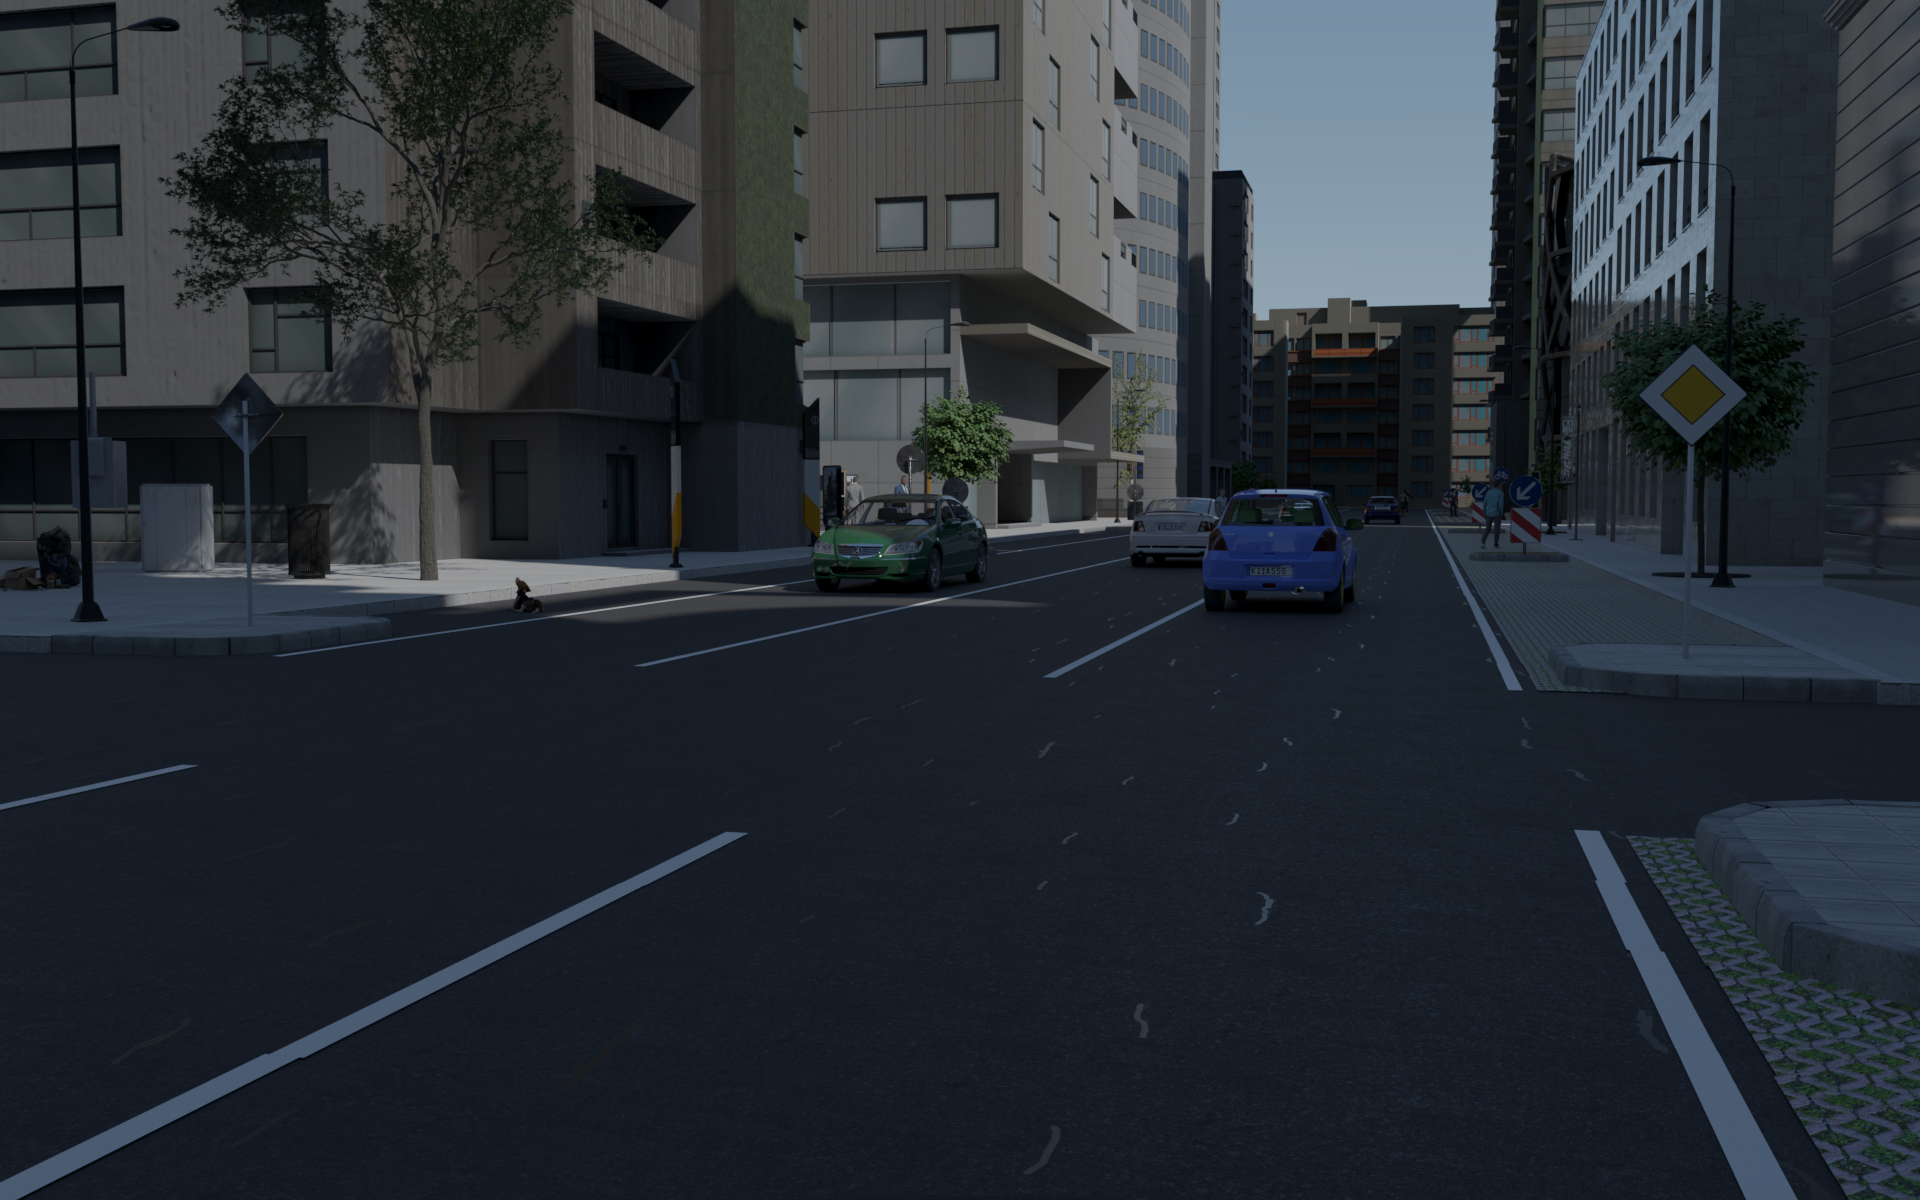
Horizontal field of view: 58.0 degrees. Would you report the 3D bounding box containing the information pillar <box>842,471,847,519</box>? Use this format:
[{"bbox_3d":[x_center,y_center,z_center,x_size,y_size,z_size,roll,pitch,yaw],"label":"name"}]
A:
[{"bbox_3d":[-3.740,-3.069,54.671,0.304,2.012,0.304,0,4,6],"label":"information pillar"}]

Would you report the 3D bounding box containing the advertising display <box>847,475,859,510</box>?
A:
[{"bbox_3d":[-3.678,-3.164,56.949,0.123,1.923,0.974,2,4,34],"label":"advertising display"}]

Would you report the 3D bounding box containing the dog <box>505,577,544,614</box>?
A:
[{"bbox_3d":[-5.338,-0.055,21.094,0.550,0.427,0.748,0,4,-1],"label":"dog"}]

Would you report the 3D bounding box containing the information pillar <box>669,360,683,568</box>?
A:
[{"bbox_3d":[-4.936,-2.369,30.083,0.183,3.616,0.504,-1,4,-19],"label":"information pillar"}]

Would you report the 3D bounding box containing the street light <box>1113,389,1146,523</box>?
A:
[{"bbox_3d":[7.522,-6.373,76.743,1.470,5.913,1.316,1,4,15],"label":"street light"}]

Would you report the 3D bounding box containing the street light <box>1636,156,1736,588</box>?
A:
[{"bbox_3d":[10.001,-3.139,23.864,1.470,5.913,1.316,1,4,15],"label":"street light"}]

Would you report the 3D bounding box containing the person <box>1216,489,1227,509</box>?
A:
[{"bbox_3d":[8.761,-2.911,57.908,0.589,1.601,0.330,-2,4,-24],"label":"person"}]

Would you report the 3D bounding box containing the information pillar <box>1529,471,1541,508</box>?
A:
[{"bbox_3d":[18.358,-3.111,55.354,0.304,2.012,0.304,1,4,12],"label":"information pillar"}]

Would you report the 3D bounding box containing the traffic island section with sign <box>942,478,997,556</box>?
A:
[{"bbox_3d":[-0.203,-1.971,40.856,1.989,1.847,2.006,1,4,15],"label":"traffic island section with sign"}]

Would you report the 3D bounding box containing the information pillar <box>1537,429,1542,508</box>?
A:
[{"bbox_3d":[20.680,-4.314,61.880,0.183,3.616,0.504,0,4,7],"label":"information pillar"}]

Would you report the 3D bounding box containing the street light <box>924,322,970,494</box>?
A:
[{"bbox_3d":[-0.412,-4.550,46.938,1.470,5.913,1.316,1,4,15],"label":"street light"}]

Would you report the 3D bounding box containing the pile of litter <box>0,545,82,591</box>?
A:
[{"bbox_3d":[-12.634,-0.591,23.628,1.176,0.858,1.719,0,4,0],"label":"pile of litter"}]

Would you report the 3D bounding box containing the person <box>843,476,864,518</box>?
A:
[{"bbox_3d":[-3.173,-2.798,51.906,0.709,1.813,0.853,0,4,5],"label":"person"}]

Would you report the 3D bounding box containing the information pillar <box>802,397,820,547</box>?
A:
[{"bbox_3d":[-3.587,-3.094,41.937,0.504,3.616,0.183,-3,5,-44],"label":"information pillar"}]

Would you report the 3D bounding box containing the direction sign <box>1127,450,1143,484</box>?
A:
[{"bbox_3d":[9.085,-5.990,89.939,0.876,3.537,0.379,2,4,23],"label":"direction sign"}]

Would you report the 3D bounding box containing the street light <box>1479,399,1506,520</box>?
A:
[{"bbox_3d":[26.168,-6.881,85.042,1.470,5.913,1.316,1,4,15],"label":"street light"}]

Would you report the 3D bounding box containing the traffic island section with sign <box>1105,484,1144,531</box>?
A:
[{"bbox_3d":[6.797,-3.590,67.322,1.989,1.847,2.006,1,4,15],"label":"traffic island section with sign"}]

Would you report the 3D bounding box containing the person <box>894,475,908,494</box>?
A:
[{"bbox_3d":[-1.603,-2.585,48.493,0.419,1.800,0.721,2,4,35],"label":"person"}]

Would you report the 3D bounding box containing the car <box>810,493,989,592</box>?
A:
[{"bbox_3d":[-0.850,-0.932,27.036,2.131,1.459,4.920,1,4,15],"label":"car"}]

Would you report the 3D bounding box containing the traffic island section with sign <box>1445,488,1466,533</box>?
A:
[{"bbox_3d":[18.900,-3.346,63.336,1.989,1.847,2.006,1,4,15],"label":"traffic island section with sign"}]

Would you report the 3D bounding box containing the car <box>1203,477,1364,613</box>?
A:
[{"bbox_3d":[4.189,-0.780,22.342,1.945,1.707,3.694,1,4,16],"label":"car"}]

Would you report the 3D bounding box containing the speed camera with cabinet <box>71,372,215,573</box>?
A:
[{"bbox_3d":[-13.422,-2.087,28.455,2.038,3.252,0.660,0,4,-5],"label":"speed camera with cabinet"}]

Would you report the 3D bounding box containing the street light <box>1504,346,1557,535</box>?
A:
[{"bbox_3d":[18.013,-5.002,54.326,1.470,5.913,1.316,1,4,15],"label":"street light"}]

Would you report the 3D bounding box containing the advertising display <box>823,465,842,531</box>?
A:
[{"bbox_3d":[-2.865,-2.055,38.809,0.123,1.923,0.974,-1,4,-23],"label":"advertising display"}]

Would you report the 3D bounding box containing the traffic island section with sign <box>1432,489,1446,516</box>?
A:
[{"bbox_3d":[31.725,-6.315,111.877,1.989,1.847,2.006,1,4,15],"label":"traffic island section with sign"}]

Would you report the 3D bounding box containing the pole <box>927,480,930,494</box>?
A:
[{"bbox_3d":[-1.029,-3.769,55.466,0.158,3.312,0.155,0,3,0],"label":"pole"}]

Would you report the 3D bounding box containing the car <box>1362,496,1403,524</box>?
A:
[{"bbox_3d":[20.423,-4.354,83.769,1.945,1.354,3.894,1,4,14],"label":"car"}]

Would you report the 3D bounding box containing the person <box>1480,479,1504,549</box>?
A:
[{"bbox_3d":[13.827,-2.232,45.014,0.620,1.820,0.660,-3,5,-39],"label":"person"}]

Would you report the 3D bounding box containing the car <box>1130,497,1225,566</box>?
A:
[{"bbox_3d":[4.662,-1.419,35.565,2.083,1.381,4.827,1,4,15],"label":"car"}]

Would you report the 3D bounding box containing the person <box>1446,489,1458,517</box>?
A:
[{"bbox_3d":[30.526,-6.003,107.449,0.742,1.727,0.445,-1,4,-13],"label":"person"}]

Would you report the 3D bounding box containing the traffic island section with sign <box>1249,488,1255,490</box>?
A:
[{"bbox_3d":[19.440,-6.514,115.133,1.989,1.847,2.006,1,4,15],"label":"traffic island section with sign"}]

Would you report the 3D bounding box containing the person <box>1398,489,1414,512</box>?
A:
[{"bbox_3d":[35.348,-7.877,137.313,1.348,1.821,0.705,-1,4,-9],"label":"person"}]

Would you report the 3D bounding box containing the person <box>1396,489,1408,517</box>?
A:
[{"bbox_3d":[27.983,-6.138,109.645,0.721,1.735,1.217,-2,4,-25],"label":"person"}]

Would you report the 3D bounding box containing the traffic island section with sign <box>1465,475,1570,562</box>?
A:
[{"bbox_3d":[12.013,-1.752,37.272,1.989,1.847,2.006,1,4,15],"label":"traffic island section with sign"}]
